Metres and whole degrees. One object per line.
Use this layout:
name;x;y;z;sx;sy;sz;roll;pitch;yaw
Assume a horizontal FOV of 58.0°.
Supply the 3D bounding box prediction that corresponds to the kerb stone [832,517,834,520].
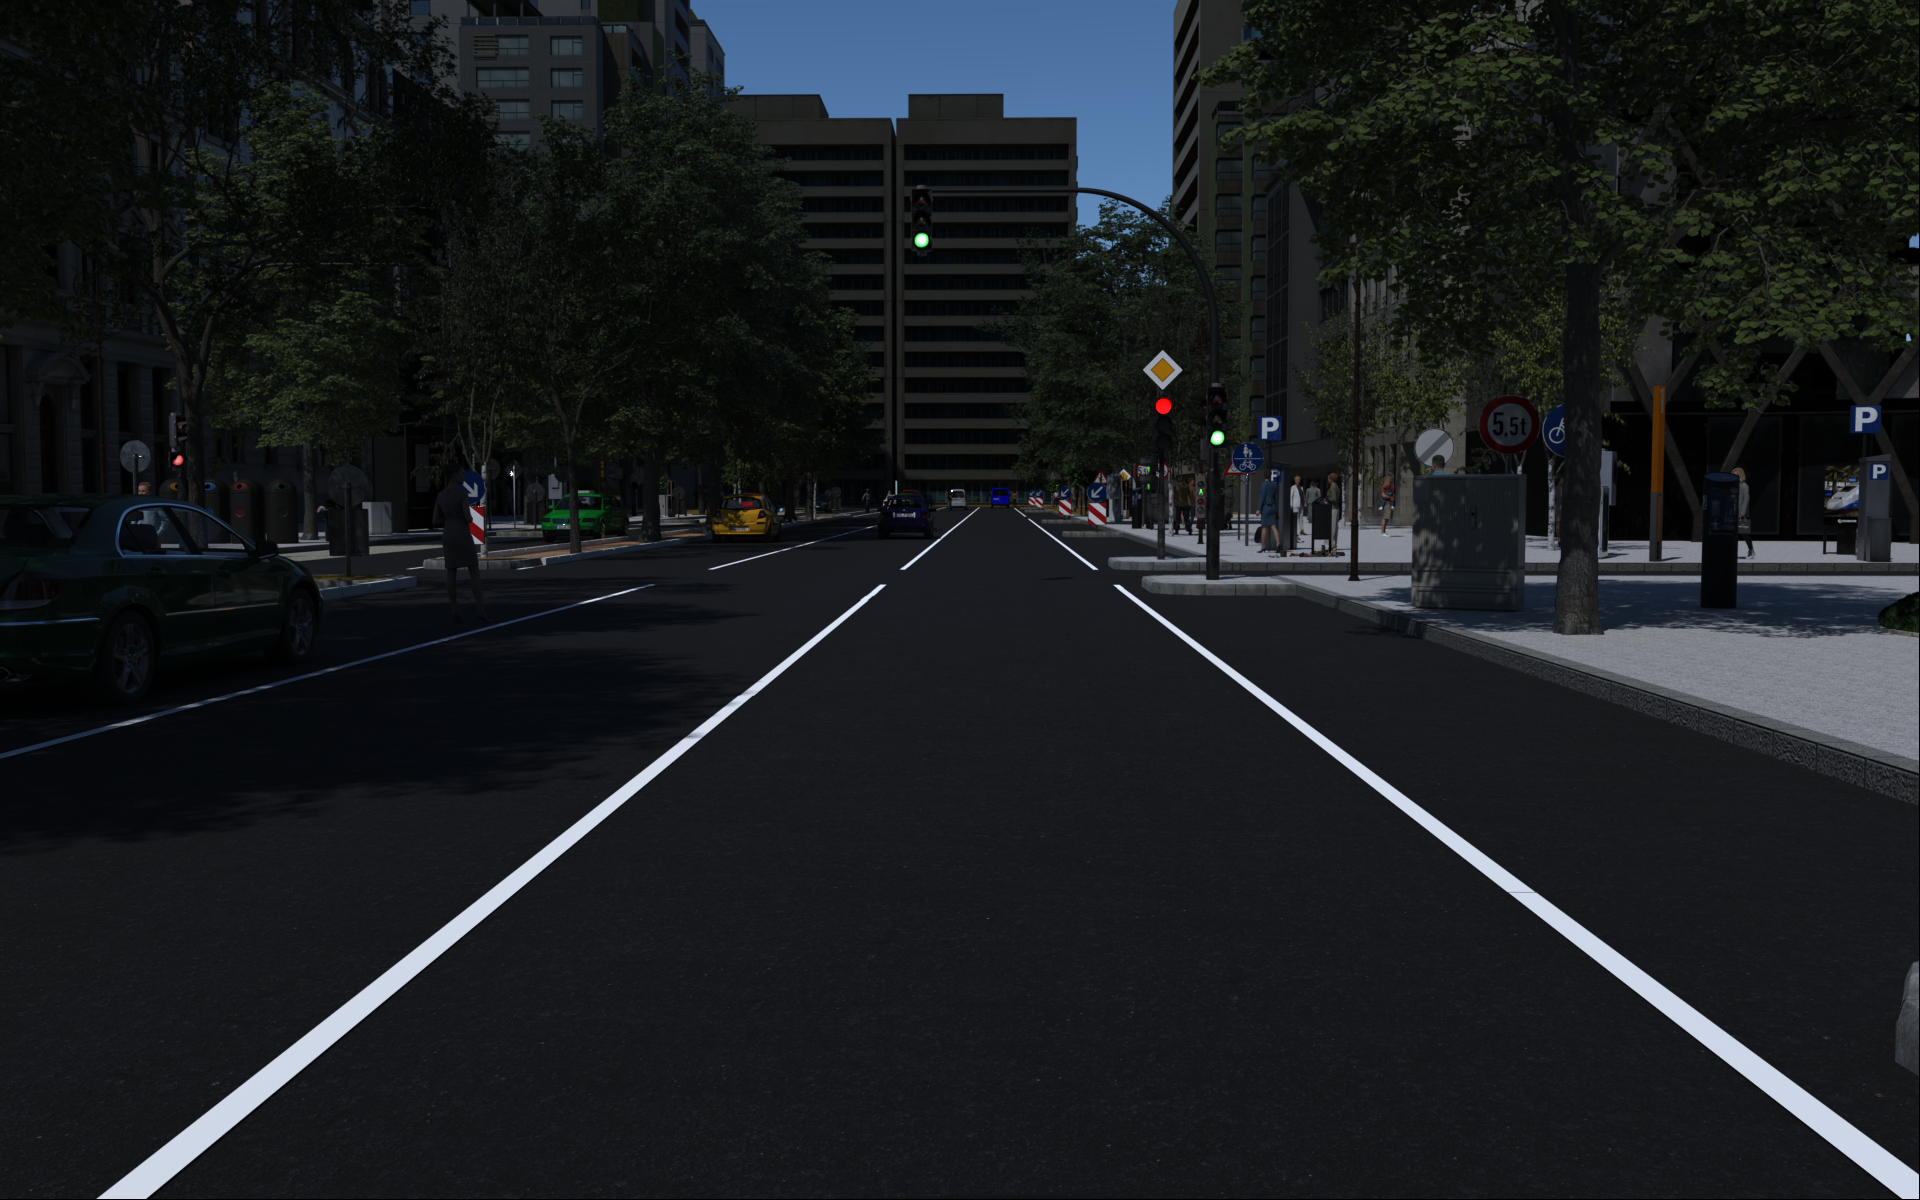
kerb stone;-7.114;-4.428;94.643;0.120;0.150;1.000;0;4;1

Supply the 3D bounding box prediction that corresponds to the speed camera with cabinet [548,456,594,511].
speed camera with cabinet;-17.982;-5.250;80.181;2.038;3.252;0.660;1;4;12

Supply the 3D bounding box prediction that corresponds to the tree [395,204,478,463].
tree;-18.227;-7.959;48.250;7.486;12.596;7.792;0;3;0

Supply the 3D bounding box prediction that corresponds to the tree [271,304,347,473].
tree;-22.378;-6.808;61.665;4.360;8.622;3.978;0;3;0

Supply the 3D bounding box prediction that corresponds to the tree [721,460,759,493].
tree;-16.470;-9.076;132.104;4.285;4.588;4.351;0;3;0

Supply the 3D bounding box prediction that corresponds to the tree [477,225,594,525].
tree;-18.072;-9.322;70.549;7.486;12.596;7.792;0;3;0

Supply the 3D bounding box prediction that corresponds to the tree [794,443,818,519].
tree;-8.330;-8.959;99.294;4.360;8.622;3.978;0;3;0

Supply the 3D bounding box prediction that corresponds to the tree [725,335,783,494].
tree;-8.722;-7.089;68.729;4.737;8.622;4.395;0;3;0

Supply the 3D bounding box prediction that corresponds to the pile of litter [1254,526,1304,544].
pile of litter;8.425;-1.928;45.490;1.719;0.858;1.176;-2;4;-31

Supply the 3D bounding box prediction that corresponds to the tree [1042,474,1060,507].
tree;9.183;-10.726;169.968;1.663;3.219;1.824;0;3;0

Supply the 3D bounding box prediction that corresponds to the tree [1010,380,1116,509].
tree;9.205;-14.455;153.353;9.611;12.733;9.660;0;3;0

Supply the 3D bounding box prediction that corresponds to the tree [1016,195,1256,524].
tree;7.623;-10.173;72.987;9.857;13.997;8.962;0;3;0

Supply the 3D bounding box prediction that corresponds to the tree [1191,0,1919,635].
tree;5.370;-5.979;15.880;7.486;12.596;7.792;0;3;0

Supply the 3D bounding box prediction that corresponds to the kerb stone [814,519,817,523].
kerb stone;-7.313;-3.864;85.419;0.120;0.150;1.000;0;4;1

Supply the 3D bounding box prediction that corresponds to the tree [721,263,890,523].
tree;-8.321;-10.095;84.523;9.611;12.733;9.660;0;3;0

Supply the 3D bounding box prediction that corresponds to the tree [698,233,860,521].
tree;-8.621;-9.434;74.822;7.486;12.596;7.792;0;3;0

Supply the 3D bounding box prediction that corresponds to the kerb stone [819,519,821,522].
kerb stone;-7.268;-3.992;87.463;0.120;0.150;1.000;0;4;1

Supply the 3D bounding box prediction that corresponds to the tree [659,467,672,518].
tree;-16.852;-6.116;94.606;1.663;3.219;1.824;0;3;0

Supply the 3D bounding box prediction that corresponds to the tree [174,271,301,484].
tree;-23.618;-6.496;56.567;4.737;8.622;4.395;0;3;0

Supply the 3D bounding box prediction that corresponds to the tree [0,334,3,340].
tree;-25.487;-5.627;42.369;4.737;8.622;4.395;0;3;0

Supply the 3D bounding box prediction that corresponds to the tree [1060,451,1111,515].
tree;7.548;-7.422;105.062;4.285;4.588;4.351;0;3;0

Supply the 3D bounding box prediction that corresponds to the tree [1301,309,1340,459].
tree;15.218;-7.200;68.081;4.737;8.622;4.395;0;3;0

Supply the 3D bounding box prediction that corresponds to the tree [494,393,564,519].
tree;-22.636;-8.483;89.063;4.737;8.622;4.395;0;3;0

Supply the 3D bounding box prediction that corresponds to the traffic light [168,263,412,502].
traffic light;-13.244;-3.640;34.178;4.771;5.953;1.251;0;4;1

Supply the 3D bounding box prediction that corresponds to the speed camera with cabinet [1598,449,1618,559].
speed camera with cabinet;12.831;-2.484;34.951;0.660;3.252;2.038;2;4;28

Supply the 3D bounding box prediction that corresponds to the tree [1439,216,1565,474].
tree;14.664;-5.818;45.488;4.360;8.622;3.978;0;3;0

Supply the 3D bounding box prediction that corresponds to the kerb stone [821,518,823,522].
kerb stone;-7.249;-4.055;88.488;0.120;0.150;1.000;0;4;1

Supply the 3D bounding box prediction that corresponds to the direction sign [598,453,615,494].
direction sign;-18.168;-5.933;88.995;0.876;3.537;0.379;0;4;8

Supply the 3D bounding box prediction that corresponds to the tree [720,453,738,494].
tree;-16.291;-10.636;124.256;4.360;8.622;3.978;0;3;0

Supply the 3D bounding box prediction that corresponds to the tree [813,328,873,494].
tree;-15.177;-19.499;174.694;12.611;20.169;13.585;0;3;0

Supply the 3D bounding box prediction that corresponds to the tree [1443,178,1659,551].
tree;13.388;-5.413;38.857;4.737;8.622;4.395;0;3;0

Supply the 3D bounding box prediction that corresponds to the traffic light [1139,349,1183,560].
traffic light;3.920;-2.745;33.805;0.839;4.253;0.868;0;4;1

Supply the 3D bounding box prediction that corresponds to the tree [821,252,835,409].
tree;-8.782;-9.301;61.183;9.857;13.997;8.962;0;3;0

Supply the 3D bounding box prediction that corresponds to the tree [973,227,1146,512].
tree;6.740;-16.441;124.705;12.611;20.169;13.585;0;3;0

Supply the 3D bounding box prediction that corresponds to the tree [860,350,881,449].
tree;-8.166;-10.555;93.158;7.486;12.596;7.792;0;3;0

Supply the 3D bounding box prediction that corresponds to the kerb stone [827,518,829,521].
kerb stone;-7.185;-4.243;91.567;0.120;0.150;1.000;0;4;1

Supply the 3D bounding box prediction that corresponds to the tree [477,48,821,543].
tree;-9.145;-8.664;50.767;9.857;13.997;8.962;0;3;0

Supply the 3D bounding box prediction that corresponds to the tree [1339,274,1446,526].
tree;14.920;-6.389;54.818;4.737;8.622;4.395;0;3;0

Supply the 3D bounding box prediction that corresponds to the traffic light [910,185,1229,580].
traffic light;1.662;-3.123;25.723;4.771;5.953;1.251;0;4;1

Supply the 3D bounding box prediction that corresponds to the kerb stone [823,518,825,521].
kerb stone;-7.228;-4.110;89.511;0.120;0.150;1.000;0;4;1

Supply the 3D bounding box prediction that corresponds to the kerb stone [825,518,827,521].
kerb stone;-7.200;-4.174;90.536;0.120;0.150;1.000;0;4;1

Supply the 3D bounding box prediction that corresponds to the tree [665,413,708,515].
tree;-16.058;-11.042;106.296;9.928;11.665;9.643;0;3;0

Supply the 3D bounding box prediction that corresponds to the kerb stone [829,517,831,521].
kerb stone;-7.161;-4.305;92.589;0.120;0.150;1.000;0;4;1

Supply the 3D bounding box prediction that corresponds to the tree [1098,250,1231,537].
tree;6.268;-6.202;51.763;4.360;8.622;3.978;0;3;0

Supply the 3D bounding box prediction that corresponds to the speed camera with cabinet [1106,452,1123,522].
speed camera with cabinet;7.213;-5.282;80.700;0.660;3.252;2.038;1;4;12

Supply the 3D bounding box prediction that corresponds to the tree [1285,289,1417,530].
tree;14.123;-6.830;62.026;4.360;8.622;3.978;0;3;0

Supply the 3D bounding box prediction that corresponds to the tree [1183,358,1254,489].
tree;13.165;-8.450;88.520;4.737;8.622;4.395;0;3;0

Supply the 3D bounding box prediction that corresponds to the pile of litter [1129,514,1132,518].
pile of litter;8.816;-4.980;95.385;1.176;0.858;1.719;-2;4;-29

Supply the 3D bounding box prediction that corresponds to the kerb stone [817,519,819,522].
kerb stone;-7.285;-3.929;86.441;0.120;0.150;1.000;0;4;1

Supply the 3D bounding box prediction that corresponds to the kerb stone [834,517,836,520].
kerb stone;-7.093;-4.494;95.668;0.120;0.150;1.000;0;4;1
